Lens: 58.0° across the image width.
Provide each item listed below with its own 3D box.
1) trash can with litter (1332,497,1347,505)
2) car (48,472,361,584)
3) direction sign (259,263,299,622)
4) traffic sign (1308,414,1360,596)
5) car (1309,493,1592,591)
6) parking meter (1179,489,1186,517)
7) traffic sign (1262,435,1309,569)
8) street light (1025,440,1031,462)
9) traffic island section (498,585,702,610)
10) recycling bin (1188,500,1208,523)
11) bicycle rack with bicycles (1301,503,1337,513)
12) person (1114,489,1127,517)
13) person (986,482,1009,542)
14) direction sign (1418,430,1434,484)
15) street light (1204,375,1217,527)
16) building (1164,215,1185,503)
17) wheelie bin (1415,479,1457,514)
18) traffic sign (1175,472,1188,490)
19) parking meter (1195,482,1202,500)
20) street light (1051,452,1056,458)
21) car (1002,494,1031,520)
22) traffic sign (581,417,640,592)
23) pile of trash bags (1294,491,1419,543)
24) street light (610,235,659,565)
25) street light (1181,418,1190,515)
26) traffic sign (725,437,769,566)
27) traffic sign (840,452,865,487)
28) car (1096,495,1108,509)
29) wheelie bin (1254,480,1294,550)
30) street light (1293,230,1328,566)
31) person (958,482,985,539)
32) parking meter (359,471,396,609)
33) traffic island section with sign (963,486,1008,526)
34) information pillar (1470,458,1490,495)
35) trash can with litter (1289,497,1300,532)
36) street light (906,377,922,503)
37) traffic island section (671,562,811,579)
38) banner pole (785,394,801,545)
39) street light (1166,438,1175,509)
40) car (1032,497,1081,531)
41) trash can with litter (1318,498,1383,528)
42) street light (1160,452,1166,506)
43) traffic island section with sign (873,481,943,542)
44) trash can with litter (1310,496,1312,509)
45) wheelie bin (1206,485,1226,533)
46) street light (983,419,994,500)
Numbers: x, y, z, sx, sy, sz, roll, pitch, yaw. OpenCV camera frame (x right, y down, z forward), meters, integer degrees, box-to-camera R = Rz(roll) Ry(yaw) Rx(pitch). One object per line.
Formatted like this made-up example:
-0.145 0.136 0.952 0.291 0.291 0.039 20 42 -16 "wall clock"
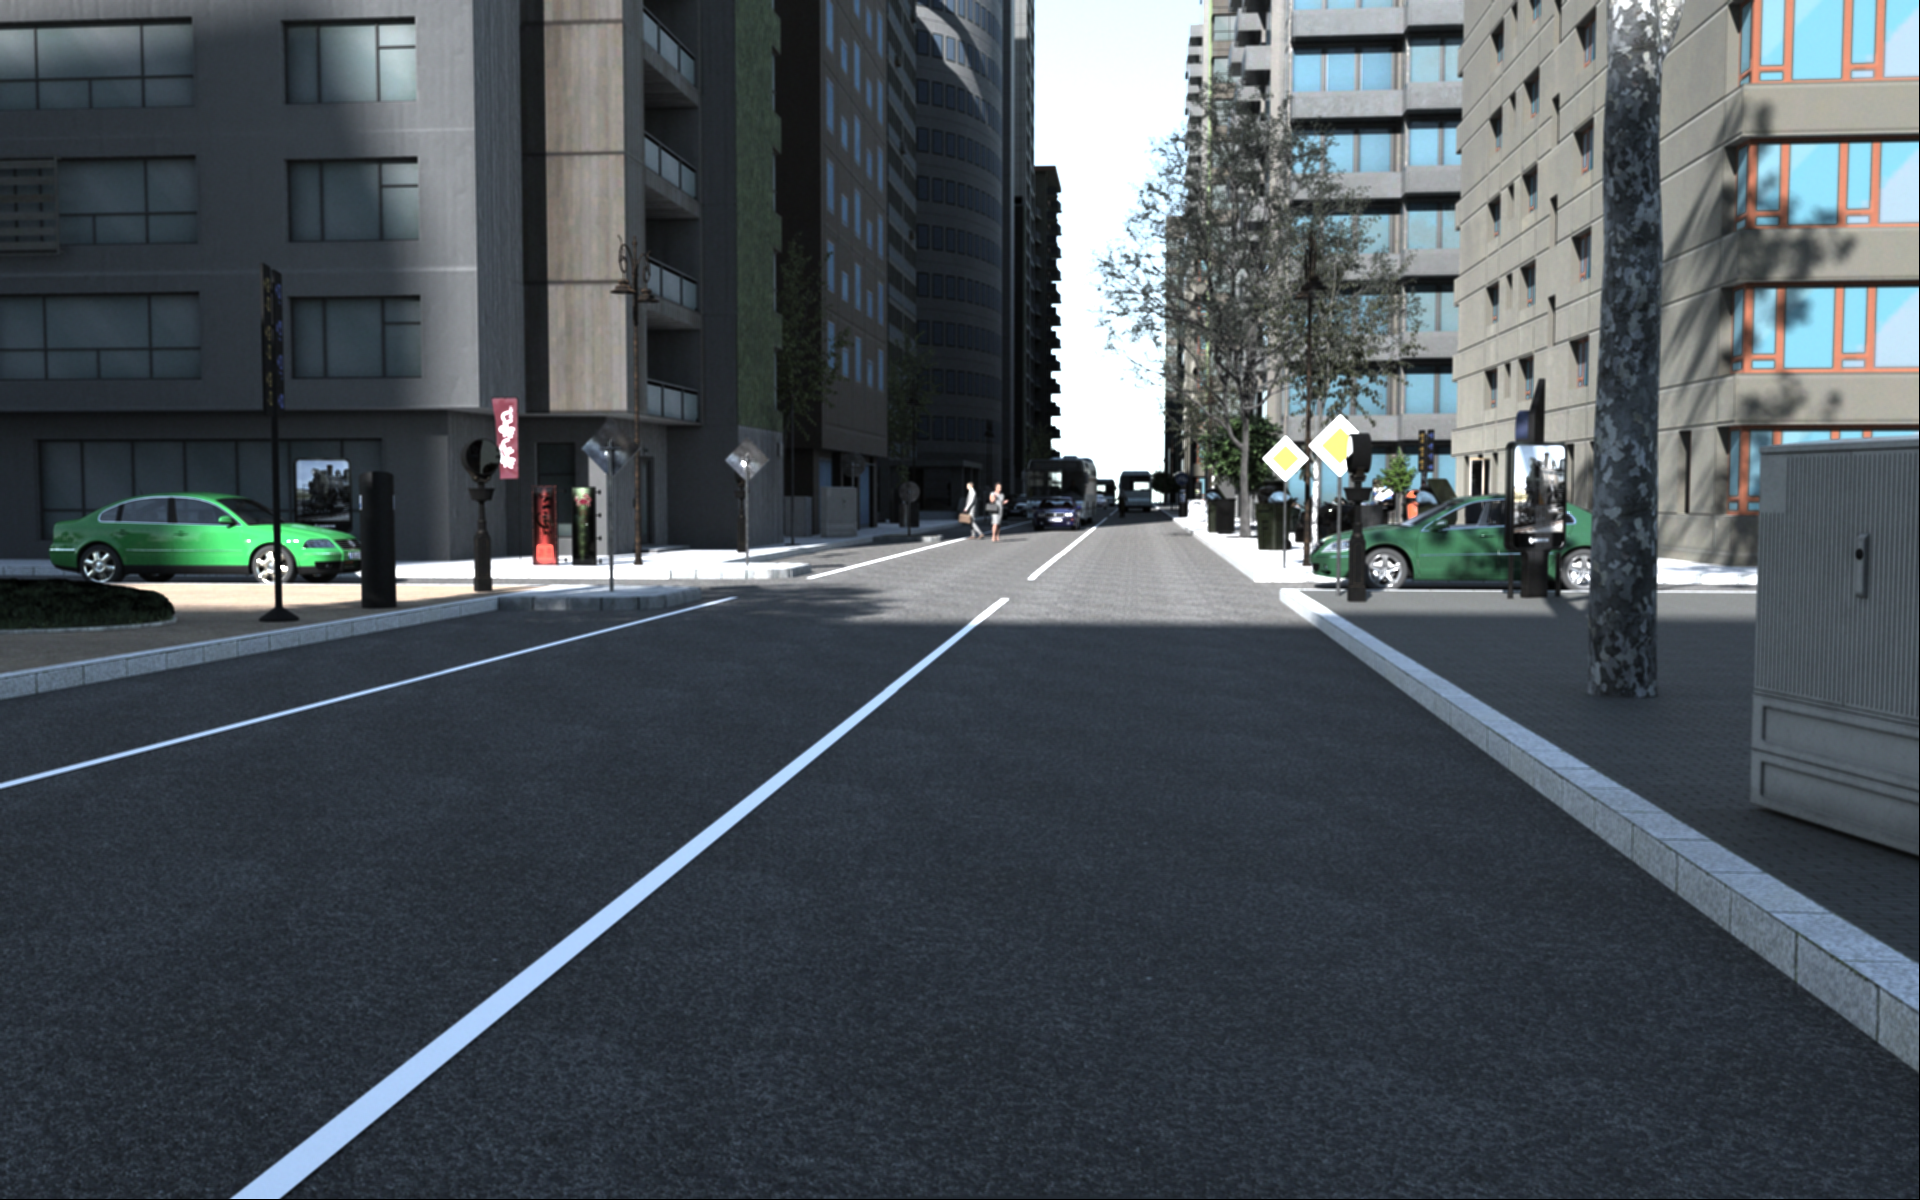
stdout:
16.055 -3.733 72.422 1.055 1.170 0.624 -3 4 -38 "trash can with litter"
-11.778 -1.130 27.269 4.718 1.807 1.959 0 4 4 "car"
-6.902 -1.557 17.451 0.379 3.537 0.876 -1 4 -10 "direction sign"
4.762 -1.108 21.766 0.795 2.450 0.064 0 4 6 "traffic sign"
7.731 -0.863 25.914 4.920 1.459 2.131 0 4 7 "car"
12.276 -5.329 95.536 0.372 1.533 0.369 0 3 0 "parking meter"
5.572 -1.594 29.710 0.795 2.450 0.064 0 4 6 "traffic sign"
5.721 -10.496 144.397 0.468 5.910 1.993 0 4 6 "street light"
-4.606 -0.032 22.799 2.009 0.180 2.903 0 4 6 "traffic island section"
10.744 -4.007 78.073 0.722 1.027 0.722 -1 4 -22 "recycling bin"
14.253 -3.218 65.996 2.852 0.926 2.925 -2 4 -30 "bicycle rack with bicycles"
9.973 -5.992 107.198 0.721 1.736 1.217 3 5 44 "person"
1.093 -2.620 51.690 0.716 1.782 0.532 -2 4 -33 "person"
16.454 -4.232 61.188 0.379 3.537 0.876 -1 4 -20 "direction sign"
9.718 -5.778 67.259 0.468 5.910 1.993 0 4 6 "street light"
37.224 -34.950 255.023 14.154 41.232 14.086 0 4 6 "building"
9.759 -1.689 35.525 0.980 1.594 0.693 -3 4 -38 "wheelie bin"
12.980 -6.194 101.371 0.768 2.556 0.104 0 4 6 "traffic sign"
11.376 -4.709 82.696 0.255 1.863 0.399 1 4 22 "parking meter"
10.423 -13.281 189.936 0.468 5.910 1.993 0 4 6 "street light"
3.177 -5.333 96.980 2.009 1.686 4.222 0 4 4 "car"
-4.582 -1.168 22.735 0.795 2.450 0.064 0 4 6 "traffic sign"
10.656 -2.197 45.673 3.447 1.369 1.912 0 4 -5 "pile of trash bags"
-5.816 -3.569 31.144 0.468 5.910 1.993 0 4 6 "street light"
13.811 -8.190 106.692 0.468 5.910 1.993 0 4 6 "street light"
-3.772 -1.654 30.679 0.795 2.450 0.064 0 4 6 "traffic sign"
-3.260 -3.212 52.626 0.768 2.556 0.104 0 4 6 "traffic sign"
13.250 -9.482 167.392 2.083 1.381 4.827 0 4 4 "car"
7.184 -1.941 39.638 0.693 1.594 0.980 -3 4 -37 "wheelie bin"
6.165 -3.537 30.623 0.468 5.910 1.993 0 4 6 "street light"
0.359 -2.834 54.951 0.853 1.813 0.709 0 4 -2 "person"
-6.570 -0.681 19.543 0.372 1.533 0.369 0 3 0 "parking meter"
1.201 -4.348 79.718 1.989 1.847 2.006 0 4 6 "traffic island section with sign"
10.734 -1.915 35.796 0.304 2.012 0.304 3 5 41 "information pillar"
10.826 -2.836 57.756 1.055 1.170 0.624 1 4 14 "trash can with litter"
-1.818 -5.851 68.456 0.468 5.910 1.993 0 4 6 "street light"
-3.796 -0.518 30.743 2.009 0.180 2.903 0 4 6 "traffic island section"
-4.221 -3.277 43.590 0.401 3.779 0.863 0 4 -6 "banner pole"
17.580 -10.447 143.591 0.468 5.910 1.993 0 4 6 "street light"
3.875 -3.446 68.915 1.945 1.354 3.894 0 4 6 "car"
8.049 -1.313 32.526 2.233 1.210 1.678 2 4 25 "trash can with litter"
21.316 -12.686 180.208 0.468 5.910 1.993 0 4 6 "street light"
-1.543 -2.708 52.902 1.989 1.847 2.006 0 4 6 "traffic island section with sign"
14.151 -3.637 70.523 1.678 1.210 2.233 -3 5 -40 "trash can with litter"
8.517 -3.042 57.648 0.693 1.594 0.980 0 4 7 "wheelie bin"
1.913 -8.223 107.226 0.468 5.910 1.993 0 4 6 "street light"
